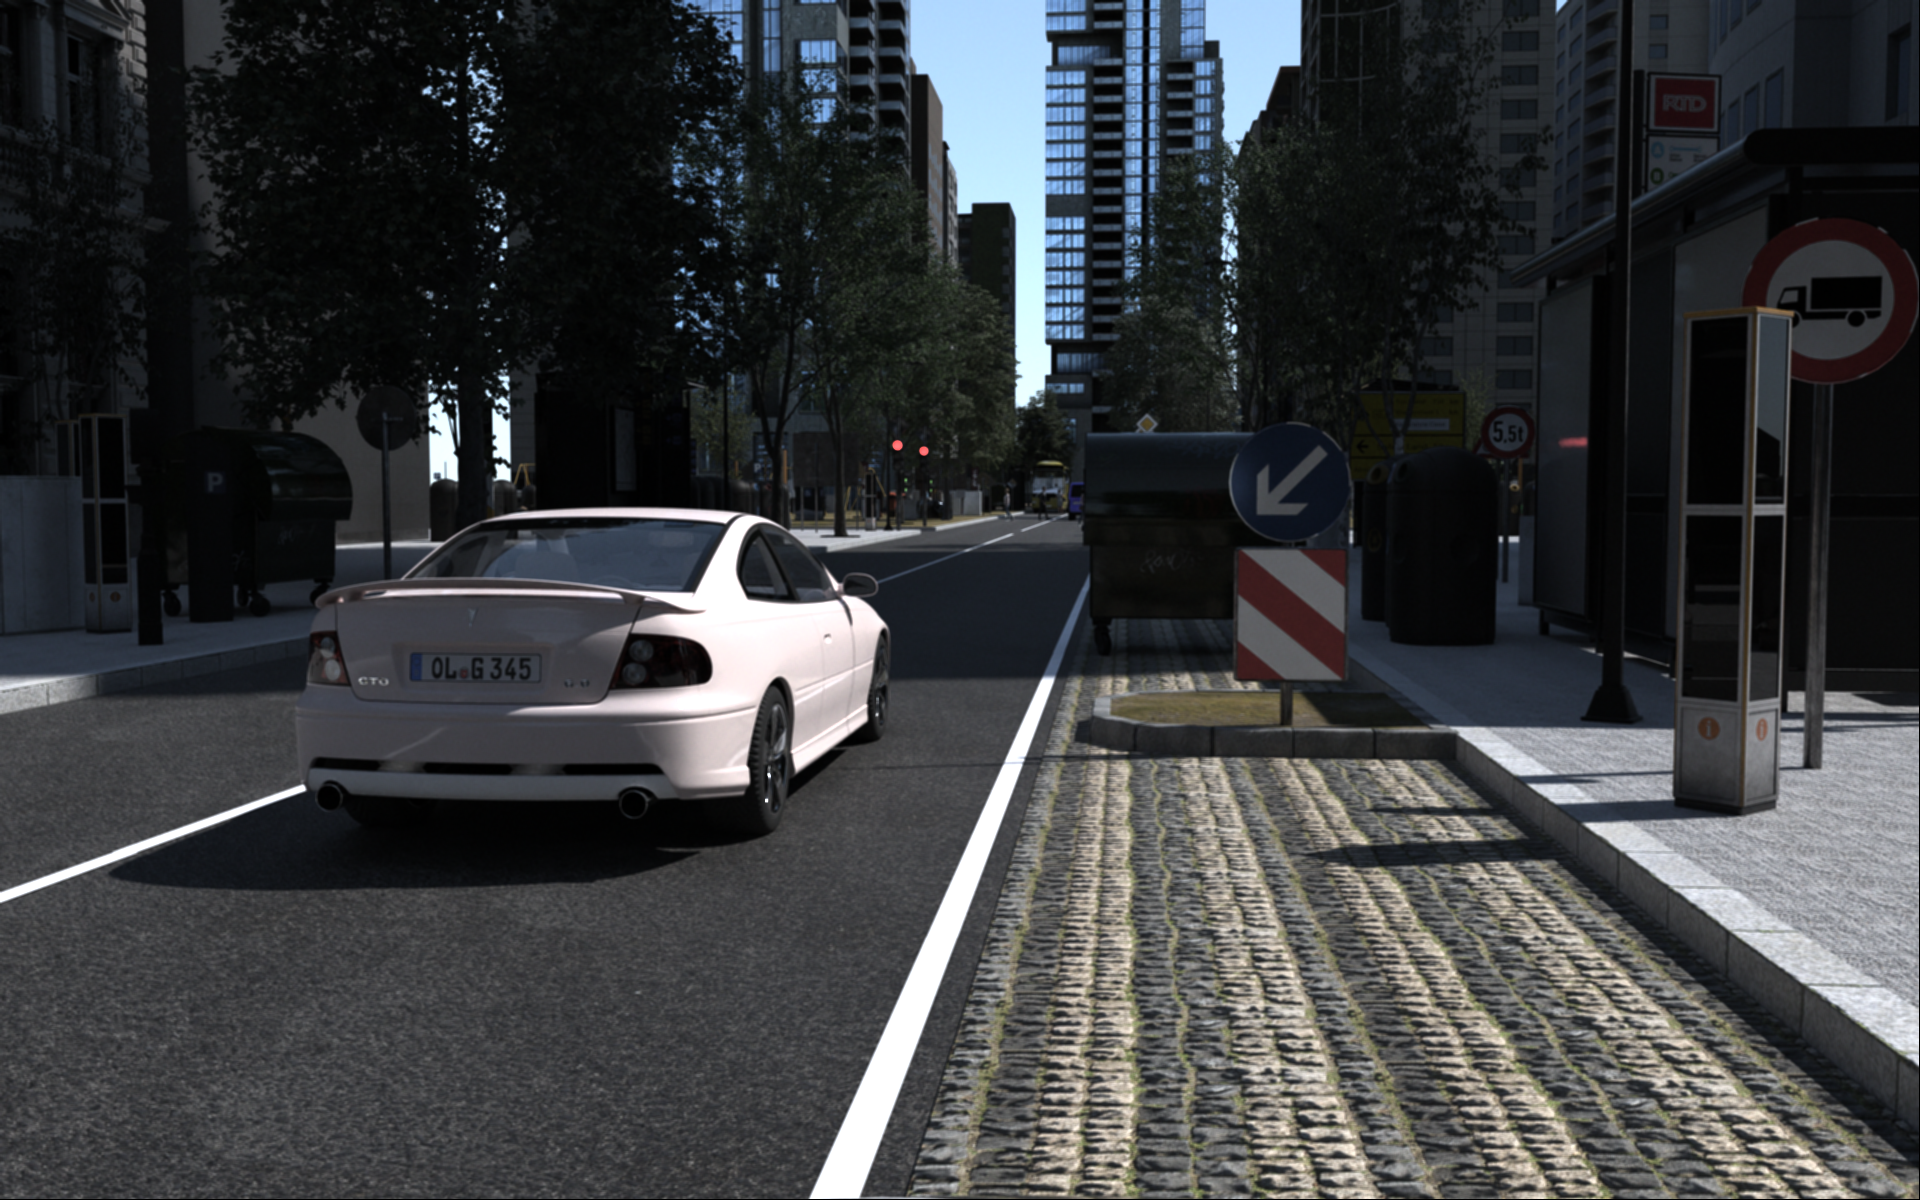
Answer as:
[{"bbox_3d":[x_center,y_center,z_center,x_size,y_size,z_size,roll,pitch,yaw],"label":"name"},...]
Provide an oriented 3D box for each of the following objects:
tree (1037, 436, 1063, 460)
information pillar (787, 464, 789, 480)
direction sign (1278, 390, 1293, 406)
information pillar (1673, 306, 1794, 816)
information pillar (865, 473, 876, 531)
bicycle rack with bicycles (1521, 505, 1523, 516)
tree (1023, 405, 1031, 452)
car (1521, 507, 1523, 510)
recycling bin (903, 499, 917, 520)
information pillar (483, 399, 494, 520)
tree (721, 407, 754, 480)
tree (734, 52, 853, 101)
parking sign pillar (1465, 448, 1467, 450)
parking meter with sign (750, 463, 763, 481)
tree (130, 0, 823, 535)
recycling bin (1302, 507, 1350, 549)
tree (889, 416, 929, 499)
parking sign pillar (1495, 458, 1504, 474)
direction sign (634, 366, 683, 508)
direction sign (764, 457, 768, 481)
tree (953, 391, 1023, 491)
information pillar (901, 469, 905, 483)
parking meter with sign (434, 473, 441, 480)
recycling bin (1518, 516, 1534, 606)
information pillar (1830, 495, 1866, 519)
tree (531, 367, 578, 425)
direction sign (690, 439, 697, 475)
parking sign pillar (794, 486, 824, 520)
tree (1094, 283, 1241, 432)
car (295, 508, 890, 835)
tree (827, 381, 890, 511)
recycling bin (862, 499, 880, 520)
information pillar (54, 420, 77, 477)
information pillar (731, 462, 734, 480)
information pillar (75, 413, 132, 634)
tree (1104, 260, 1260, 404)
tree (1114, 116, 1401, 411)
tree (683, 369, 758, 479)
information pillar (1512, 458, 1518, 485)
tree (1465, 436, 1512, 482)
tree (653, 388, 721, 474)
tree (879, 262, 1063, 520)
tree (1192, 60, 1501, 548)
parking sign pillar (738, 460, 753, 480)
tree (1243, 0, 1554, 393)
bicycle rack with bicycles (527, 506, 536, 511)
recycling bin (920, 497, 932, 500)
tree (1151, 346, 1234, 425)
[{"bbox_3d":[10.228,-15.270,200.020,4.360,8.622,3.978,0,3,0],"label":"tree"},{"bbox_3d":[-13.218,-8.669,133.099,0.183,3.616,0.504,0,4,6],"label":"information pillar"},{"bbox_3d":[7.102,-2.807,37.886,0.379,3.537,0.876,2,4,30],"label":"direction sign"},{"bbox_3d":[3.132,-0.155,7.029,0.304,2.012,0.304,-3,4,-38],"label":"information pillar"},{"bbox_3d":[-3.114,-3.420,60.401,0.304,2.012,0.304,2,4,23],"label":"information pillar"},{"bbox_3d":[18.377,-2.774,58.736,2.852,0.926,2.925,3,5,39],"label":"bicycle rack with bicycles"},{"bbox_3d":[3.406,-11.134,132.399,4.737,8.622,4.395,0,3,0],"label":"tree"},{"bbox_3d":[21.879,-3.205,61.192,4.718,1.807,1.959,0,4,7],"label":"car"},{"bbox_3d":[-2.524,-4.409,84.638,0.722,1.027,0.722,-1,4,-10],"label":"recycling bin"},{"bbox_3d":[-11.358,-3.055,41.306,0.504,3.616,0.183,0,4,-2],"label":"information pillar"},{"bbox_3d":[-18.333,-11.517,138.670,4.360,8.622,3.978,0,3,0],"label":"tree"},{"bbox_3d":[-4.600,-7.122,42.198,9.928,11.665,9.643,0,3,0],"label":"tree"},{"bbox_3d":[30.422,-7.034,103.472,1.447,3.967,1.447,3,5,39],"label":"parking sign pillar"},{"bbox_3d":[-11.683,-6.137,96.600,0.543,3.016,1.738,2,4,25],"label":"parking meter with sign"},{"bbox_3d":[-7.141,-6.614,25.145,9.611,12.733,9.660,0,3,0],"label":"tree"},{"bbox_3d":[7.026,-1.269,33.294,0.722,1.027,0.722,-1,4,-9],"label":"recycling bin"},{"bbox_3d":[-3.959,-11.622,140.388,4.737,8.622,4.395,0,3,0],"label":"tree"},{"bbox_3d":[24.323,-5.475,77.986,1.447,3.967,1.447,1,4,14],"label":"parking sign pillar"},{"bbox_3d":[-5.332,-2.366,30.673,0.876,3.537,0.379,0,4,3],"label":"direction sign"},{"bbox_3d":[-11.846,-6.959,105.774,0.379,3.537,0.876,1,4,8],"label":"direction sign"},{"bbox_3d":[1.453,-9.960,113.216,4.737,8.622,4.395,0,3,0],"label":"tree"},{"bbox_3d":[-4.494,-8.856,136.157,0.183,3.616,0.504,-3,5,-44],"label":"information pillar"},{"bbox_3d":[-42.300,-8.764,139.552,0.543,3.016,1.738,0,4,-3],"label":"parking meter with sign"},{"bbox_3d":[6.918,-0.448,19.877,0.722,1.027,0.722,-2,4,-33],"label":"recycling bin"},{"bbox_3d":[8.656,-0.758,16.892,0.304,2.012,0.304,2,4,31],"label":"information pillar"},{"bbox_3d":[-21.042,-8.837,94.842,4.360,8.622,3.978,0,3,0],"label":"tree"},{"bbox_3d":[-11.179,-4.808,70.608,0.876,3.537,0.379,-1,4,-11],"label":"direction sign"},{"bbox_3d":[-7.399,-5.897,84.886,1.447,3.967,1.447,1,4,15],"label":"parking sign pillar"},{"bbox_3d":[12.806,-12.087,104.274,9.857,13.997,8.962,0,3,0],"label":"tree"},{"bbox_3d":[-1.531,0.221,8.743,2.083,1.381,4.827,0,4,7],"label":"car"},{"bbox_3d":[-6.274,-9.836,111.186,4.360,8.622,3.978,0,3,0],"label":"tree"},{"bbox_3d":[-4.497,-4.577,87.385,0.722,1.027,0.722,-1,4,-22],"label":"recycling bin"},{"bbox_3d":[-8.835,-0.789,17.393,0.304,2.012,0.304,2,4,35],"label":"information pillar"},{"bbox_3d":[-16.680,-8.299,127.048,0.183,3.616,0.504,0,4,5],"label":"information pillar"},{"bbox_3d":[-7.883,-0.703,15.980,0.304,2.012,0.304,3,4,38],"label":"information pillar"},{"bbox_3d":[17.486,-17.194,137.017,12.611,20.169,13.585,0,3,0],"label":"tree"},{"bbox_3d":[8.134,-7.463,47.777,9.928,11.665,9.643,0,3,0],"label":"tree"},{"bbox_3d":[-12.754,-8.672,92.145,4.737,8.622,4.395,0,3,0],"label":"tree"},{"bbox_3d":[33.272,-6.863,103.559,0.504,3.616,0.183,0,4,-3],"label":"information pillar"},{"bbox_3d":[16.522,-3.719,55.415,1.663,3.219,1.824,0,3,0],"label":"tree"},{"bbox_3d":[-17.202,-9.582,107.033,4.360,8.622,3.978,0,3,0],"label":"tree"},{"bbox_3d":[-0.477,-10.218,85.189,7.486,12.596,7.792,0,3,0],"label":"tree"},{"bbox_3d":[6.524,-4.860,29.827,4.737,8.622,4.395,0,3,0],"label":"tree"},{"bbox_3d":[-16.746,-8.946,134.734,1.447,3.967,1.447,-3,4,-39],"label":"parking sign pillar"},{"bbox_3d":[5.645,-4.405,22.391,4.360,8.622,3.978,0,3,0],"label":"tree"},{"bbox_3d":[-13.551,-2.465,53.689,2.852,0.926,2.925,0,4,-3],"label":"bicycle rack with bicycles"},{"bbox_3d":[-2.557,-7.244,130.998,0.722,1.027,0.722,1,4,17],"label":"recycling bin"},{"bbox_3d":[11.463,-8.273,85.622,4.360,8.622,3.978,0,3,0],"label":"tree"}]
